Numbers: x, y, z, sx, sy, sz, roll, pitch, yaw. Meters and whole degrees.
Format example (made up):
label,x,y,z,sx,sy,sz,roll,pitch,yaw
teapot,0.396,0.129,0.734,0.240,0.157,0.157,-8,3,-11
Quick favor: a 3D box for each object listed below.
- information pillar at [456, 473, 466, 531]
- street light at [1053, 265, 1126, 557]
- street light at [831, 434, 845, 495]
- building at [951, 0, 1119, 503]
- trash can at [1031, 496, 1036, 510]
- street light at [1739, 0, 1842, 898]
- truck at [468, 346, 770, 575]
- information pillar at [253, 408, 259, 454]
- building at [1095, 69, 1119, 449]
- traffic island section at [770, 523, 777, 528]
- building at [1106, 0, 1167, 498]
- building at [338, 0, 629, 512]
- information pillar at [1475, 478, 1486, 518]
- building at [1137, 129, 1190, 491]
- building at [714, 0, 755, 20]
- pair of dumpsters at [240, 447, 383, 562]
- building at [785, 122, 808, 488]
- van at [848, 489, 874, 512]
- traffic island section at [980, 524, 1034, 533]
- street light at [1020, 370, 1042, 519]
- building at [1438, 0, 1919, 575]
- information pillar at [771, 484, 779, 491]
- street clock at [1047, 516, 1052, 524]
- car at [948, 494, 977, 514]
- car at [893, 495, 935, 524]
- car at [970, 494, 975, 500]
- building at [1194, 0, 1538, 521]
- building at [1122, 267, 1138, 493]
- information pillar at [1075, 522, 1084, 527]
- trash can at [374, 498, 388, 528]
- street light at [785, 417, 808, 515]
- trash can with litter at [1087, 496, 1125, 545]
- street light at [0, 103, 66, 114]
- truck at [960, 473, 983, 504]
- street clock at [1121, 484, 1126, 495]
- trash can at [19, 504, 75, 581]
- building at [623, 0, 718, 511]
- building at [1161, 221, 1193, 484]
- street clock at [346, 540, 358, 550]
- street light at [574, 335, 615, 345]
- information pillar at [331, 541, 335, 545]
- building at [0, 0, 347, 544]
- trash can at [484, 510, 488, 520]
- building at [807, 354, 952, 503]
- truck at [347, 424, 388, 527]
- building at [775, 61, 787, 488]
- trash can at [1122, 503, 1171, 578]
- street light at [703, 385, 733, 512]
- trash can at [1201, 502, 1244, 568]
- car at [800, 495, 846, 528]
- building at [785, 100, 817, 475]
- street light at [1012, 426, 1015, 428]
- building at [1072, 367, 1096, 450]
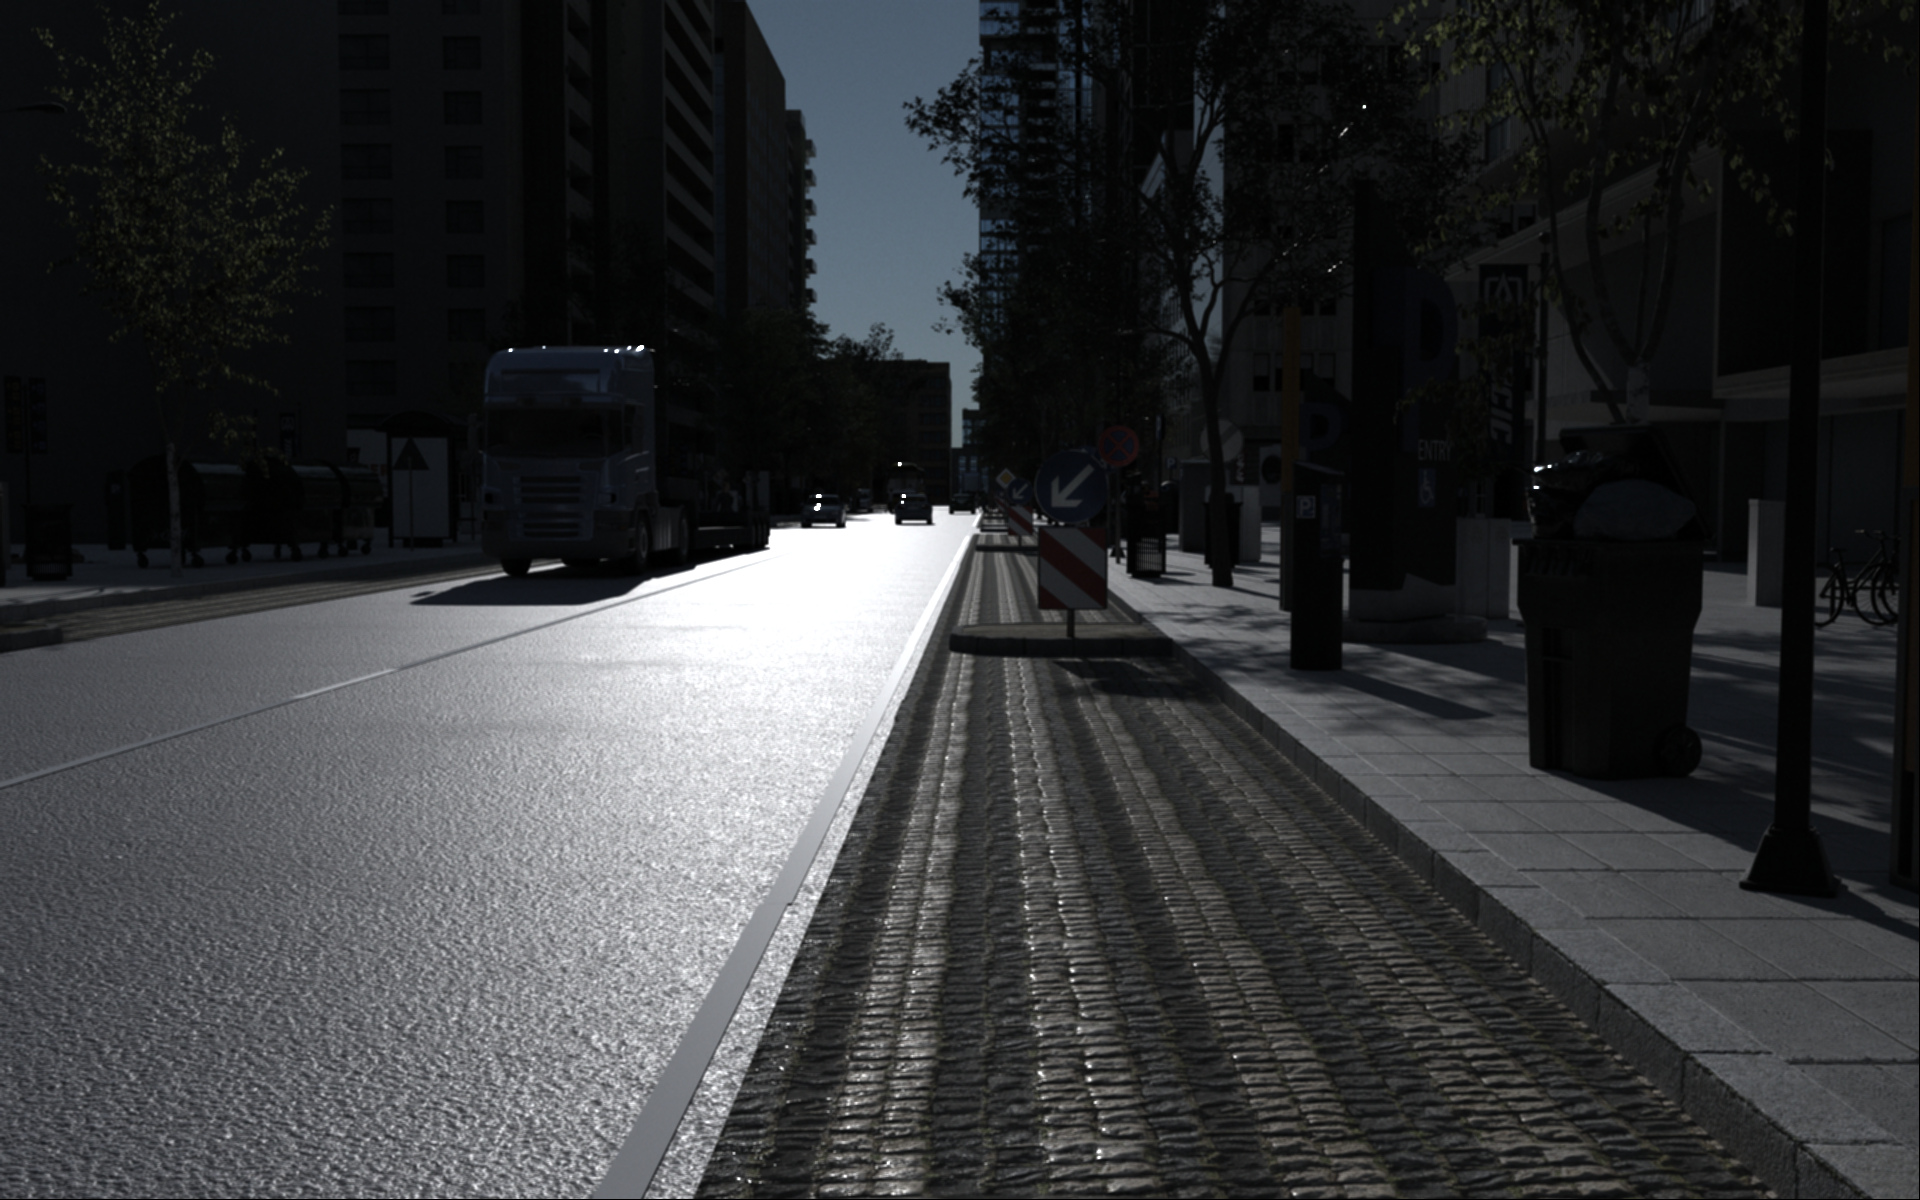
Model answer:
label,x,y,z,sx,sy,sz,roll,pitch,yaw
information pillar,-17.267,-3.382,59.788,0.304,2.012,0.304,2,4,26
street light,2.678,-3.835,35.242,1.470,5.913,1.316,0,4,1
street light,-9.466,-9.912,134.594,1.470,5.913,1.316,0,4,1
building,14.482,-57.273,249.076,31.000,86.520,22.319,0,4,1
trash can,6.127,-7.952,141.669,0.748,1.137,0.748,0,3,0
street light,2.179,-2.016,5.509,1.470,5.913,1.316,0,4,1
truck,-6.594,-2.916,37.437,2.967,4.110,18.799,0,4,2
information pillar,-19.062,-3.400,46.950,0.183,3.616,0.504,-1,4,-16
building,21.464,-32.383,179.572,14.600,45.320,14.200,0,4,1
traffic island section,-8.924,-3.163,73.995,2.009,0.180,2.903,0,4,1
building,23.506,-44.188,160.718,20.563,71.187,20.611,0,4,1
building,-25.296,-19.350,88.075,14.160,30.474,14.107,0,4,1
information pillar,21.999,-4.202,73.202,0.304,2.012,0.304,3,5,39
building,19.420,-18.623,122.500,12.078,24.808,19.932,0,4,1
building,-25.073,-30.946,156.070,14.600,45.320,14.200,0,4,1
pair of dumpsters,-13.023,-1.965,34.618,1.574,2.255,4.437,0,4,1
building,-24.104,-30.669,185.026,14.154,41.232,14.086,0,4,1
van,-7.708,-7.833,135.080,2.013,2.044,4.112,0,4,1
traffic island section,1.775,-2.663,65.816,2.009,0.180,2.903,0,4,1
street light,3.097,-5.654,64.977,1.470,5.913,1.316,0,4,1
building,25.338,-26.950,29.872,28.713,52.752,27.495,0,4,1
information pillar,-13.369,-7.297,123.801,0.304,2.012,0.304,-3,5,-44
street clock,3.814,-4.215,73.486,0.358,2.002,0.471,1,4,12
car,0.169,-6.947,125.380,2.131,1.459,4.920,0,4,2
car,-2.207,-4.348,83.085,2.014,1.417,4.499,0,4,0
car,0.982,-10.823,186.749,2.009,1.686,4.222,0,4,3
building,22.304,-16.431,86.675,19.932,24.808,12.078,0,4,1
building,19.951,-19.013,140.540,12.332,23.373,15.834,0,4,1
information pillar,3.242,-2.637,47.606,0.304,2.012,0.304,3,4,38
trash can,-22.115,-3.333,66.152,0.748,1.137,0.748,0,3,0
street light,-9.822,-8.034,103.893,1.470,5.913,1.316,0,4,1
trash can with litter,3.531,-1.954,43.337,0.624,1.170,1.055,2,4,34
street light,-11.315,-2.947,20.724,1.470,5.913,1.316,0,4,1
truck,1.360,-13.523,210.856,2.967,4.110,18.799,0,4,1
street clock,11.989,-7.495,127.108,0.358,2.002,0.471,-3,5,-44
trash can,-13.517,-0.858,25.686,0.748,1.137,0.748,0,3,0
building,-29.436,-30.441,121.407,21.300,48.544,21.600,0,4,1
building,18.094,-15.228,103.735,10.420,20.320,16.860,0,4,1
street clock,-13.971,-2.151,39.733,0.471,2.002,0.358,-3,5,-43
street light,-10.772,-4.785,50.770,1.470,5.913,1.316,0,4,1
information pillar,-16.020,-2.406,43.830,0.304,2.012,0.304,0,4,-4
building,-31.988,-15.725,50.614,24.014,27.812,14.314,0,4,1
trash can,-13.105,-2.271,48.784,0.748,1.137,0.748,0,3,0
building,-15.989,-25.084,255.154,28.899,21.520,27.650,0,4,1
truck,-26.534,-4.990,70.506,11.283,4.237,2.839,0,4,3
building,-24.822,-31.834,170.598,14.600,45.320,14.200,0,4,1
trash can,2.873,-0.920,26.688,0.748,1.137,0.748,0,3,0
street light,-10.369,-6.204,73.978,1.470,5.913,1.316,0,4,1
trash can,4.558,-1.128,30.096,0.748,1.137,0.748,0,3,0
car,-5.909,-3.864,75.186,2.014,1.417,4.499,0,4,-1
building,-32.660,-35.835,205.516,30.456,49.044,23.786,0,4,1
street light,3.494,-7.044,87.707,1.470,5.913,1.316,0,4,1
building,27.585,-21.827,201.905,27.650,21.520,28.899,0,4,1
